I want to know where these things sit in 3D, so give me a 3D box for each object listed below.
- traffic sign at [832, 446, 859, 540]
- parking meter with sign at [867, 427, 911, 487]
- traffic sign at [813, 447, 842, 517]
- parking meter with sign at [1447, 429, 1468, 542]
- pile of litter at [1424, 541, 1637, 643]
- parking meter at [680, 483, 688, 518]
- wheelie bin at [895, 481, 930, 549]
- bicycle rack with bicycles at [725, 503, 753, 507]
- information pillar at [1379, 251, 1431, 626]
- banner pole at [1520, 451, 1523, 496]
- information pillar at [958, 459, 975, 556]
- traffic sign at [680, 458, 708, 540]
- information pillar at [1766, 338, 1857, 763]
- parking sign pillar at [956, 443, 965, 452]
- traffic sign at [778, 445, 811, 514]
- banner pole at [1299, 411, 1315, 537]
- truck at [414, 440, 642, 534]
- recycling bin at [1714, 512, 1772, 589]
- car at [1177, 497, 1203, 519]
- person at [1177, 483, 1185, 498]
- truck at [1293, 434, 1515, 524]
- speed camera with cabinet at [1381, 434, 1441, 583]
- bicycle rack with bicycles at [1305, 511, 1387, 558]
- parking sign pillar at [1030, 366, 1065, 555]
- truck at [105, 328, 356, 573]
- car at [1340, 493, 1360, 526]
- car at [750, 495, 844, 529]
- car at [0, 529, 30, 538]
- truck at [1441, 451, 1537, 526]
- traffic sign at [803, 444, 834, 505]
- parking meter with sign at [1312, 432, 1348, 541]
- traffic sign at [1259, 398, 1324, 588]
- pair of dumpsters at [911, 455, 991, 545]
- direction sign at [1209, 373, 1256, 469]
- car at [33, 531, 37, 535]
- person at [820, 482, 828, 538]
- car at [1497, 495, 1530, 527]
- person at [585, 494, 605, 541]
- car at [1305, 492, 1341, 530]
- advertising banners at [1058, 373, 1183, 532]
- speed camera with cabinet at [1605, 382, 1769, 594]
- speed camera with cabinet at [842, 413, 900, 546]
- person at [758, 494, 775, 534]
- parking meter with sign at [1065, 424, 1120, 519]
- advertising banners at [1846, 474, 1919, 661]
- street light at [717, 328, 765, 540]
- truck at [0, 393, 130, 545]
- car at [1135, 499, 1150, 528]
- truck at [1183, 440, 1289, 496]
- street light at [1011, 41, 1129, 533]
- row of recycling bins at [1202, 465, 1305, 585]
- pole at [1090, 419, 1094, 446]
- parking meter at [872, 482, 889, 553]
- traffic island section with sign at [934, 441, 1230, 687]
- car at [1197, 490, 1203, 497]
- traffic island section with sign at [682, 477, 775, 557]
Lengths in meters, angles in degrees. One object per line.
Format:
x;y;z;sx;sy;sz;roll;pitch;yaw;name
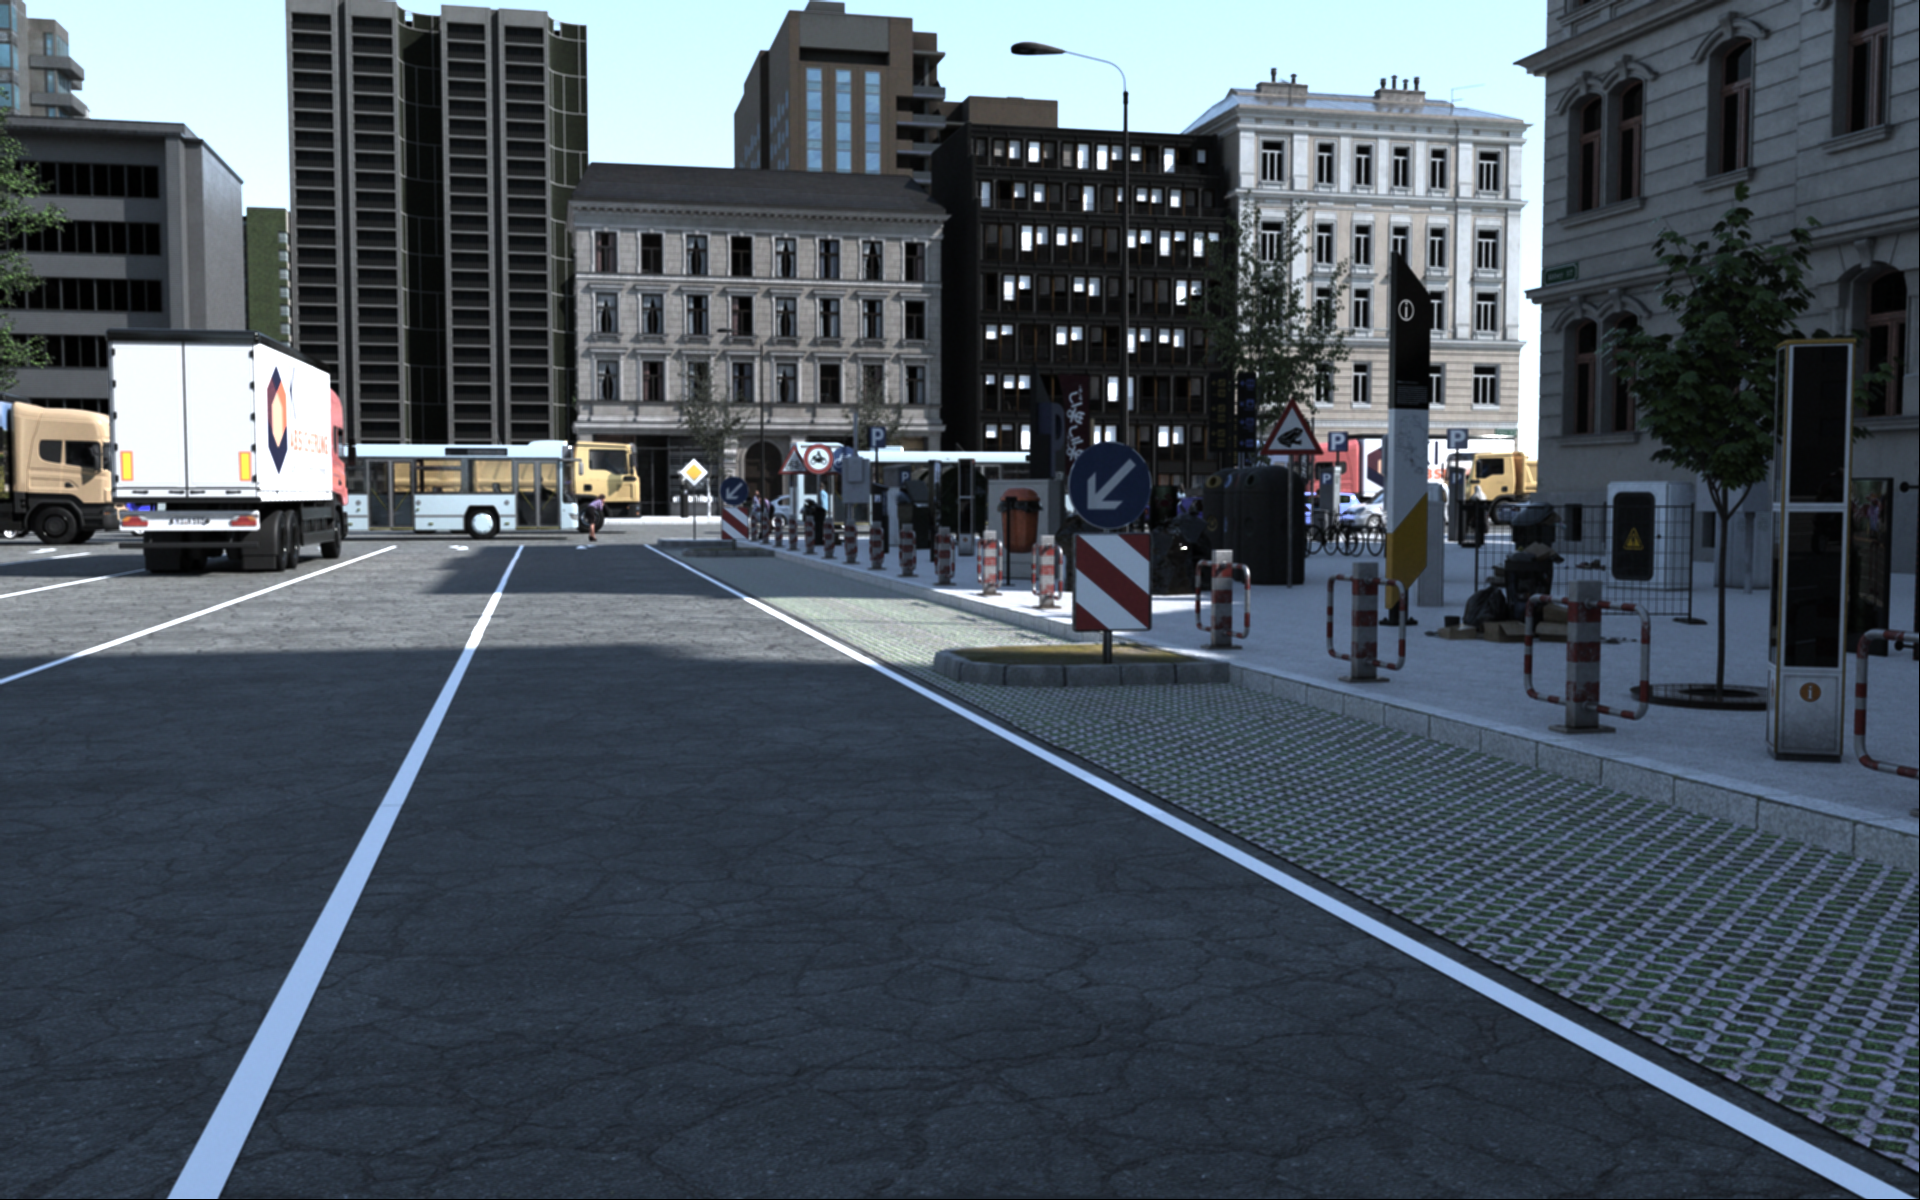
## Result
-3.044;-2.810;46.055;0.768;2.556;0.104;0;4;-6;traffic sign
-1.619;-2.936;44.259;0.543;3.016;1.738;-3;5;-41;parking meter with sign
-3.592;-2.909;47.571;0.884;2.594;0.081;-1;4;-12;traffic sign
13.519;-3.104;47.004;0.543;3.016;1.738;1;4;19;parking meter with sign
5.041;-0.082;15.307;1.719;0.858;1.176;3;4;39;pile of litter
-14.895;-5.372;93.543;0.255;1.863;0.399;3;5;43;parking meter
-1.091;-1.988;40.419;0.980;1.594;0.693;-3;5;-43;wheelie bin
-11.999;-5.101;96.782;2.852;0.926;2.925;-1;4;-18;bicycle rack with bicycles
4.365;-1.563;16.906;0.504;3.616;0.183;-2;4;-31;information pillar
32.437;-6.763;100.591;0.863;3.779;0.401;-2;4;-31;banner pole
0.138;-1.923;35.929;0.304;2.012;0.304;1;4;11;information pillar
-7.435;-2.740;48.443;0.795;2.450;0.064;-1;4;-13;traffic sign
4.105;-0.237;8.370;0.304;2.012;0.304;1;4;17;information pillar
0.102;-6.276;91.086;1.447;3.967;1.447;-3;4;-37;parking sign pillar
-4.420;-2.828;46.234;0.884;2.594;0.081;-1;4;-10;traffic sign
10.464;-3.802;52.185;0.401;3.779;0.863;-2;4;-29;banner pole
-15.829;-4.131;63.464;9.791;3.379;3.469;-1;4;-14;truck
10.850;-0.681;23.687;0.722;1.027;0.722;-1;4;-19;recycling bin
8.149;-2.604;55.159;3.894;1.354;1.945;-1;4;-14;car
7.345;-3.070;58.967;0.793;1.790;0.793;-1;4;-13;person
20.691;-5.722;82.474;11.283;4.237;2.839;-1;4;-14;truck
6.735;-1.927;25.848;0.660;3.252;2.038;0;4;6;speed camera with cabinet
7.625;-1.370;35.782;2.852;0.926;2.925;-1;4;-12;bicycle rack with bicycles
1.886;-2.977;37.153;1.447;3.967;1.447;1;4;20;parking sign pillar
-14.315;-2.818;34.980;2.839;4.237;11.283;-1;4;-12;truck
15.365;-3.936;73.937;3.694;1.707;1.945;-1;4;-14;car
-6.296;-3.582;70.571;4.499;1.417;2.014;-1;4;-15;car
-32.639;-2.882;56.901;4.222;1.686;2.009;-1;4;-14;car
26.471;-5.155;80.207;9.791;3.379;3.469;-1;4;-13;truck
-3.586;-2.682;43.958;0.768;2.556;0.104;0;4;-5;traffic sign
10.208;-3.158;47.898;0.543;3.016;1.738;2;4;28;parking meter with sign
4.493;-1.440;23.551;0.884;2.594;0.081;0;4;-5;traffic sign
-0.399;-2.635;45.582;1.574;2.255;4.437;-1;4;-13;pair of dumpsters
5.086;-2.471;32.403;0.876;3.537;0.379;0;4;-4;direction sign
-33.277;-3.131;60.777;3.694;1.707;1.945;-1;4;-14;car
-4.123;-2.674;52.556;0.444;1.785;0.601;1;4;20;person
25.064;-3.753;73.367;4.499;1.417;2.014;-1;4;-14;car
-11.081;-2.501;52.630;0.421;1.427;0.697;3;5;43;person
13.246;-3.515;67.054;1.945;1.707;3.694;-1;4;-15;car
2.364;-1.792;25.491;2.074;3.025;0.090;-1;4;-23;advertising banners
9.532;-1.739;22.766;0.660;3.252;2.038;-2;4;-32;speed camera with cabinet
-1.870;-2.955;42.658;2.038;3.252;0.660;0;4;0;speed camera with cabinet
-6.940;-3.075;62.009;0.697;1.427;0.421;-3;5;-45;person
3.220;-2.885;43.426;1.738;3.016;0.543;1;4;20;parking meter with sign
7.439;-1.034;13.096;0.090;3.025;2.074;-1;4;-15;advertising banners
-6.107;-4.659;48.710;1.470;5.913;1.316;-1;4;-13;street light
-28.947;-3.660;48.749;11.283;4.237;2.839;-1;4;-14;truck
7.841;-3.705;73.160;1.945;1.354;3.894;-1;4;-14;car
8.661;-5.838;85.217;18.799;4.110;2.967;-1;4;-13;truck
1.199;-2.785;18.072;1.470;5.913;1.316;-1;4;-13;street light
4.417;-1.159;26.060;1.069;1.692;3.534;0;4;-4;row of recycling bins
3.532;-3.247;46.932;0.158;3.312;0.155;0;3;0;pole
-1.728;-1.783;37.566;0.372;1.533;0.369;0;3;0;parking meter
0.853;-0.314;13.754;1.989;1.847;2.006;-1;4;-13;traffic island section with sign
12.351;-4.164;77.865;4.222;1.686;2.009;-1;4;-12;car
-5.391;-1.917;39.979;1.989;1.847;2.006;-1;4;-13;traffic island section with sign
